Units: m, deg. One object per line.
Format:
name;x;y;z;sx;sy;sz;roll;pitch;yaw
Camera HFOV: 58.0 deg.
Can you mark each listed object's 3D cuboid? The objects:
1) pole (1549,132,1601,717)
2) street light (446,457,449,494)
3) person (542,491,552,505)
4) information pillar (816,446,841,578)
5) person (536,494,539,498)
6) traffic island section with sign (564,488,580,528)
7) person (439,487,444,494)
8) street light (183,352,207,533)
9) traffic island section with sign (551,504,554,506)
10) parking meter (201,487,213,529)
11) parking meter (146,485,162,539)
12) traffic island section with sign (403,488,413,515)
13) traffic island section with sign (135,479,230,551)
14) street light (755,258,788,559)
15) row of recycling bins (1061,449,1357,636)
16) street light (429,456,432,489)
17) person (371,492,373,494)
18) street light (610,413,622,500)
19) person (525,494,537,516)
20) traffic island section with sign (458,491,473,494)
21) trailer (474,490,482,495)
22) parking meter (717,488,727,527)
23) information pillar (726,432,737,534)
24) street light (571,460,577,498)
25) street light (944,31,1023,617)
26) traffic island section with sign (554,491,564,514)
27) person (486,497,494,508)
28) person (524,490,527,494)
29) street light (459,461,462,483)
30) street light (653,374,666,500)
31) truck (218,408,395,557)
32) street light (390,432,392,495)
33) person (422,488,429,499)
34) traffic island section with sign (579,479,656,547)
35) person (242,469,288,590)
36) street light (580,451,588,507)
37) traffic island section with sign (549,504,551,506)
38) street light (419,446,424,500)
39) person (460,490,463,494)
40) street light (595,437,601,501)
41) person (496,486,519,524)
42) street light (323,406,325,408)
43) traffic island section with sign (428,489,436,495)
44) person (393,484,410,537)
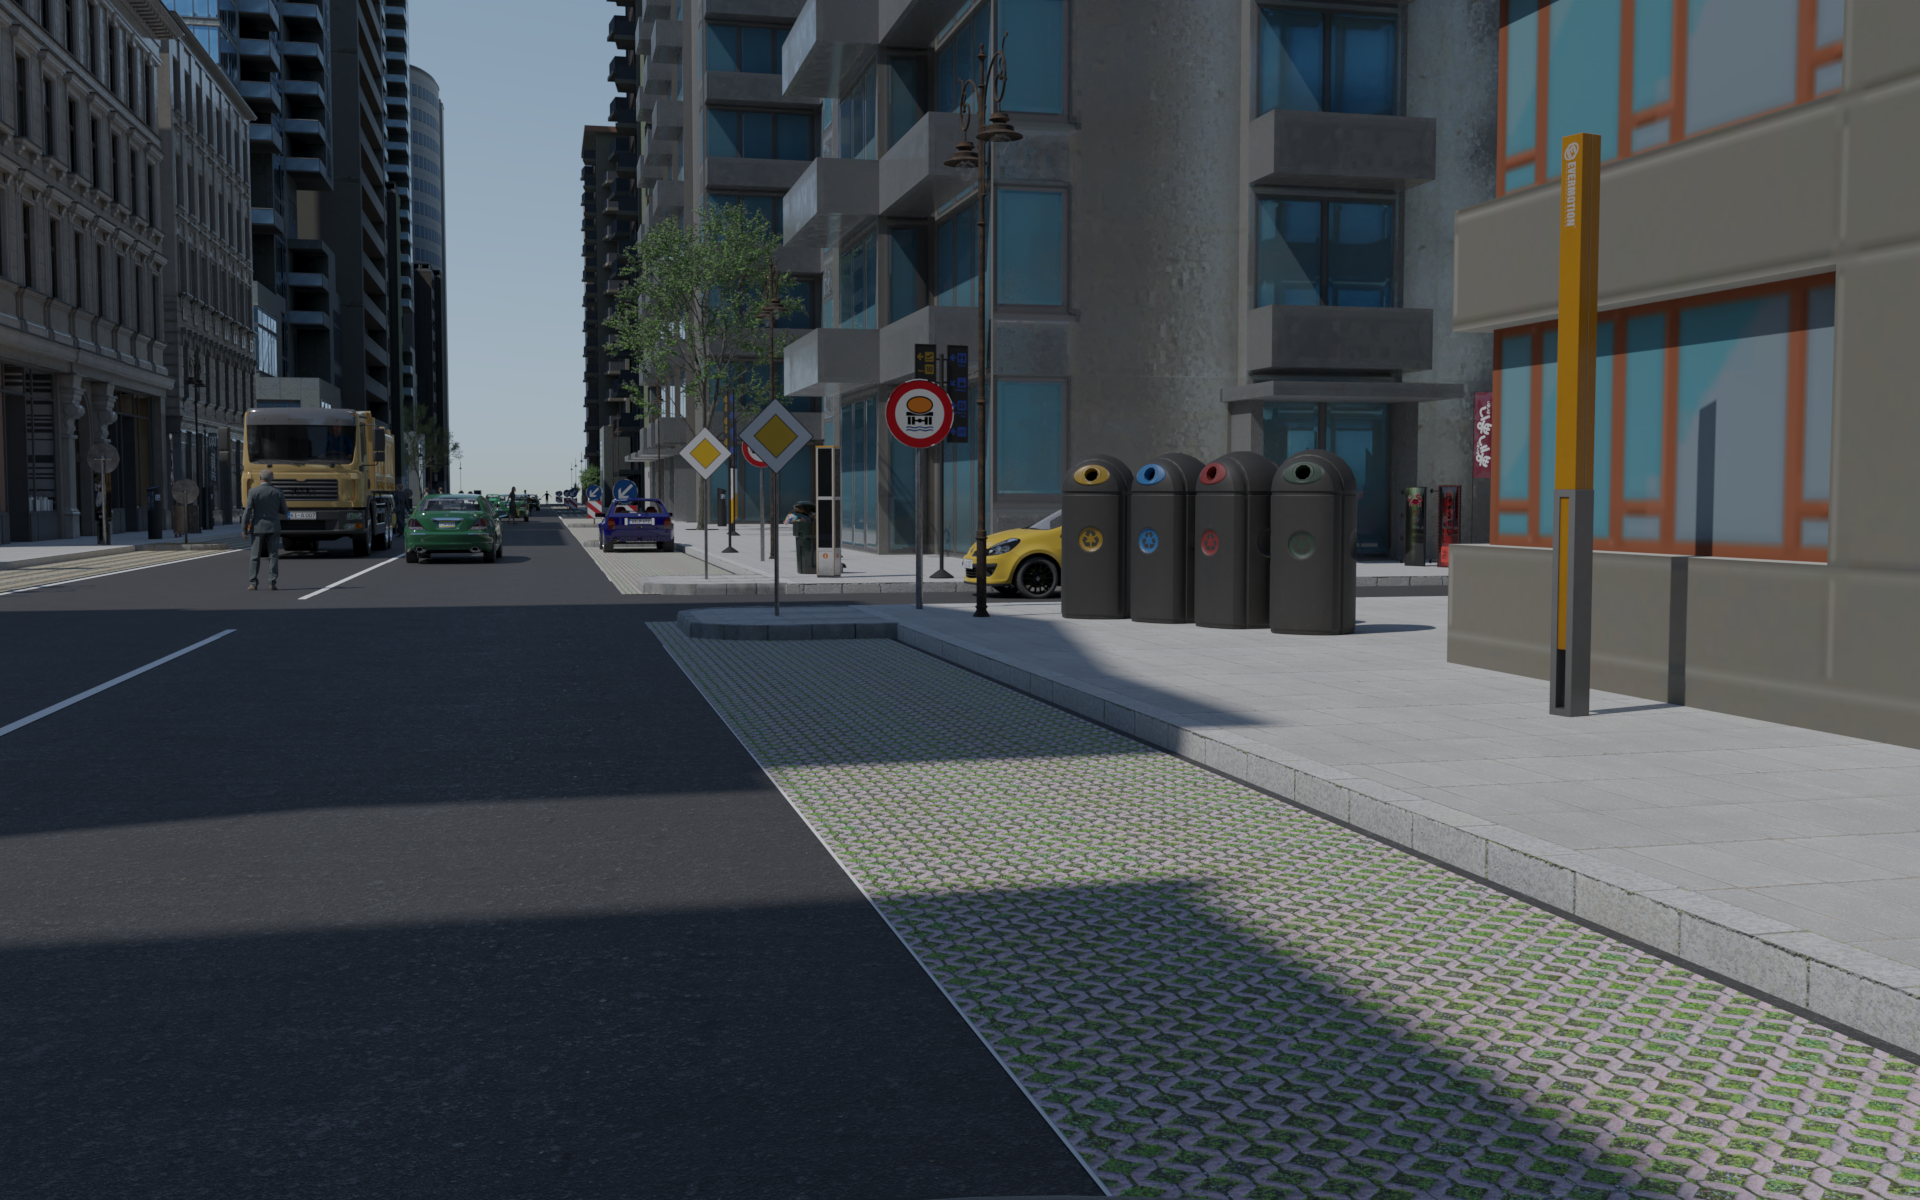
pole;3.534;-0.985;9.948;0.158;3.312;0.155;0;3;0
street light;-62.535;-14.601;211.507;0.468;5.910;1.993;-1;4;-14
person;-52.364;-12.930;219.529;1.348;1.869;0.705;-1;4;-23
information pillar;-2.015;-1.351;26.577;0.304;2.012;0.304;1;4;17
person;-57.069;-13.559;233.450;1.065;1.426;0.557;2;4;27
traffic island section with sign;-15.799;-4.011;74.206;1.989;1.847;2.006;-1;4;-14
person;-27.638;-5.100;92.224;0.374;1.781;0.599;0;4;6
street light;-24.834;-5.112;56.371;0.468;5.910;1.993;-1;4;-14
traffic island section with sign;-33.878;-8.576;148.842;1.989;1.847;2.006;-1;4;-14
parking meter;-27.525;-3.359;63.329;0.372;1.533;0.369;0;3;0
parking meter;-22.912;-2.499;49.267;0.372;1.533;0.369;0;3;0
traffic island section with sign;-38.179;-6.809;119.959;1.989;1.847;2.006;-1;4;-14
traffic island section with sign;-19.847;-2.183;44.316;1.989;1.847;2.006;-1;4;-14
street light;-3.693;-3.747;34.050;0.468;5.910;1.993;-1;4;-14
row of recycling bins;2.385;-0.610;17.084;1.069;1.692;3.534;-3;5;-42
street light;-54.513;-12.583;178.514;0.468;5.910;1.993;-1;4;-14
person;-26.546;-4.227;77.735;0.709;1.813;0.853;0;4;6
street light;-19.534;-7.723;99.051;0.468;5.910;1.993;-1;4;-14
person;-28.484;-6.281;114.454;1.065;1.426;0.557;-1;4;-22
traffic island section with sign;-57.776;-11.759;200.893;1.989;1.847;2.006;-1;4;-14
trailer;-69.685;-14.867;250.125;1.471;1.999;3.904;-1;4;-12
parking meter;-9.391;-3.666;68.350;0.372;1.533;0.369;0;3;0
information pillar;-7.209;-3.882;54.830;0.183;3.616;0.504;-2;4;-35
street light;-49.139;-15.219;221.624;0.468;5.910;1.993;-1;4;-14
street light;0.224;-2.761;17.937;0.468;5.910;1.993;-1;4;-14
traffic island section with sign;-27.531;-6.973;122.642;1.989;1.847;2.006;-1;4;-14
person;-20.962;-3.934;77.106;0.425;1.301;0.394;0;4;-1
person;-38.915;-8.956;154.900;0.705;1.831;1.348;-1;4;-12
street light;-70.251;-16.569;243.694;0.468;5.910;1.993;-1;4;-14
street light;-11.625;-5.756;66.893;0.468;5.910;1.993;-1;4;-14
truck;-15.309;-2.797;41.651;3.469;3.379;9.791;-1;4;-14
street light;-42.680;-9.615;129.988;0.468;5.910;1.993;-1;4;-14
person;-29.488;-5.304;95.553;0.374;1.781;0.599;-2;4;-27
traffic island section with sign;-9.254;-2.358;47.187;1.989;1.847;2.006;-1;4;-14
person;-10.397;-1.053;25.887;0.661;1.801;0.590;-2;4;-32
street light;-37.518;-12.276;173.508;0.468;5.910;1.993;-1;4;-14
traffic island section with sign;-47.109;-11.915;203.439;1.989;1.847;2.006;-1;4;-14
street light;-50.574;-11.609;162.586;0.468;5.910;1.993;-1;4;-14
person;-40.129;-7.988;139.840;0.721;1.736;1.217;-1;4;-20
street light;-29.514;-10.295;141.108;0.468;5.910;1.993;-1;4;-14
person;-21.536;-4.492;82.163;0.699;1.804;1.509;3;5;43
street light;-32.799;-7.138;89.495;0.468;5.910;1.993;-1;4;-14
traffic island section with sign;-44.689;-8.455;146.859;1.989;1.847;2.006;-1;4;-14
person;-18.642;-2.993;57.864;0.534;1.772;0.576;0;4;-1
